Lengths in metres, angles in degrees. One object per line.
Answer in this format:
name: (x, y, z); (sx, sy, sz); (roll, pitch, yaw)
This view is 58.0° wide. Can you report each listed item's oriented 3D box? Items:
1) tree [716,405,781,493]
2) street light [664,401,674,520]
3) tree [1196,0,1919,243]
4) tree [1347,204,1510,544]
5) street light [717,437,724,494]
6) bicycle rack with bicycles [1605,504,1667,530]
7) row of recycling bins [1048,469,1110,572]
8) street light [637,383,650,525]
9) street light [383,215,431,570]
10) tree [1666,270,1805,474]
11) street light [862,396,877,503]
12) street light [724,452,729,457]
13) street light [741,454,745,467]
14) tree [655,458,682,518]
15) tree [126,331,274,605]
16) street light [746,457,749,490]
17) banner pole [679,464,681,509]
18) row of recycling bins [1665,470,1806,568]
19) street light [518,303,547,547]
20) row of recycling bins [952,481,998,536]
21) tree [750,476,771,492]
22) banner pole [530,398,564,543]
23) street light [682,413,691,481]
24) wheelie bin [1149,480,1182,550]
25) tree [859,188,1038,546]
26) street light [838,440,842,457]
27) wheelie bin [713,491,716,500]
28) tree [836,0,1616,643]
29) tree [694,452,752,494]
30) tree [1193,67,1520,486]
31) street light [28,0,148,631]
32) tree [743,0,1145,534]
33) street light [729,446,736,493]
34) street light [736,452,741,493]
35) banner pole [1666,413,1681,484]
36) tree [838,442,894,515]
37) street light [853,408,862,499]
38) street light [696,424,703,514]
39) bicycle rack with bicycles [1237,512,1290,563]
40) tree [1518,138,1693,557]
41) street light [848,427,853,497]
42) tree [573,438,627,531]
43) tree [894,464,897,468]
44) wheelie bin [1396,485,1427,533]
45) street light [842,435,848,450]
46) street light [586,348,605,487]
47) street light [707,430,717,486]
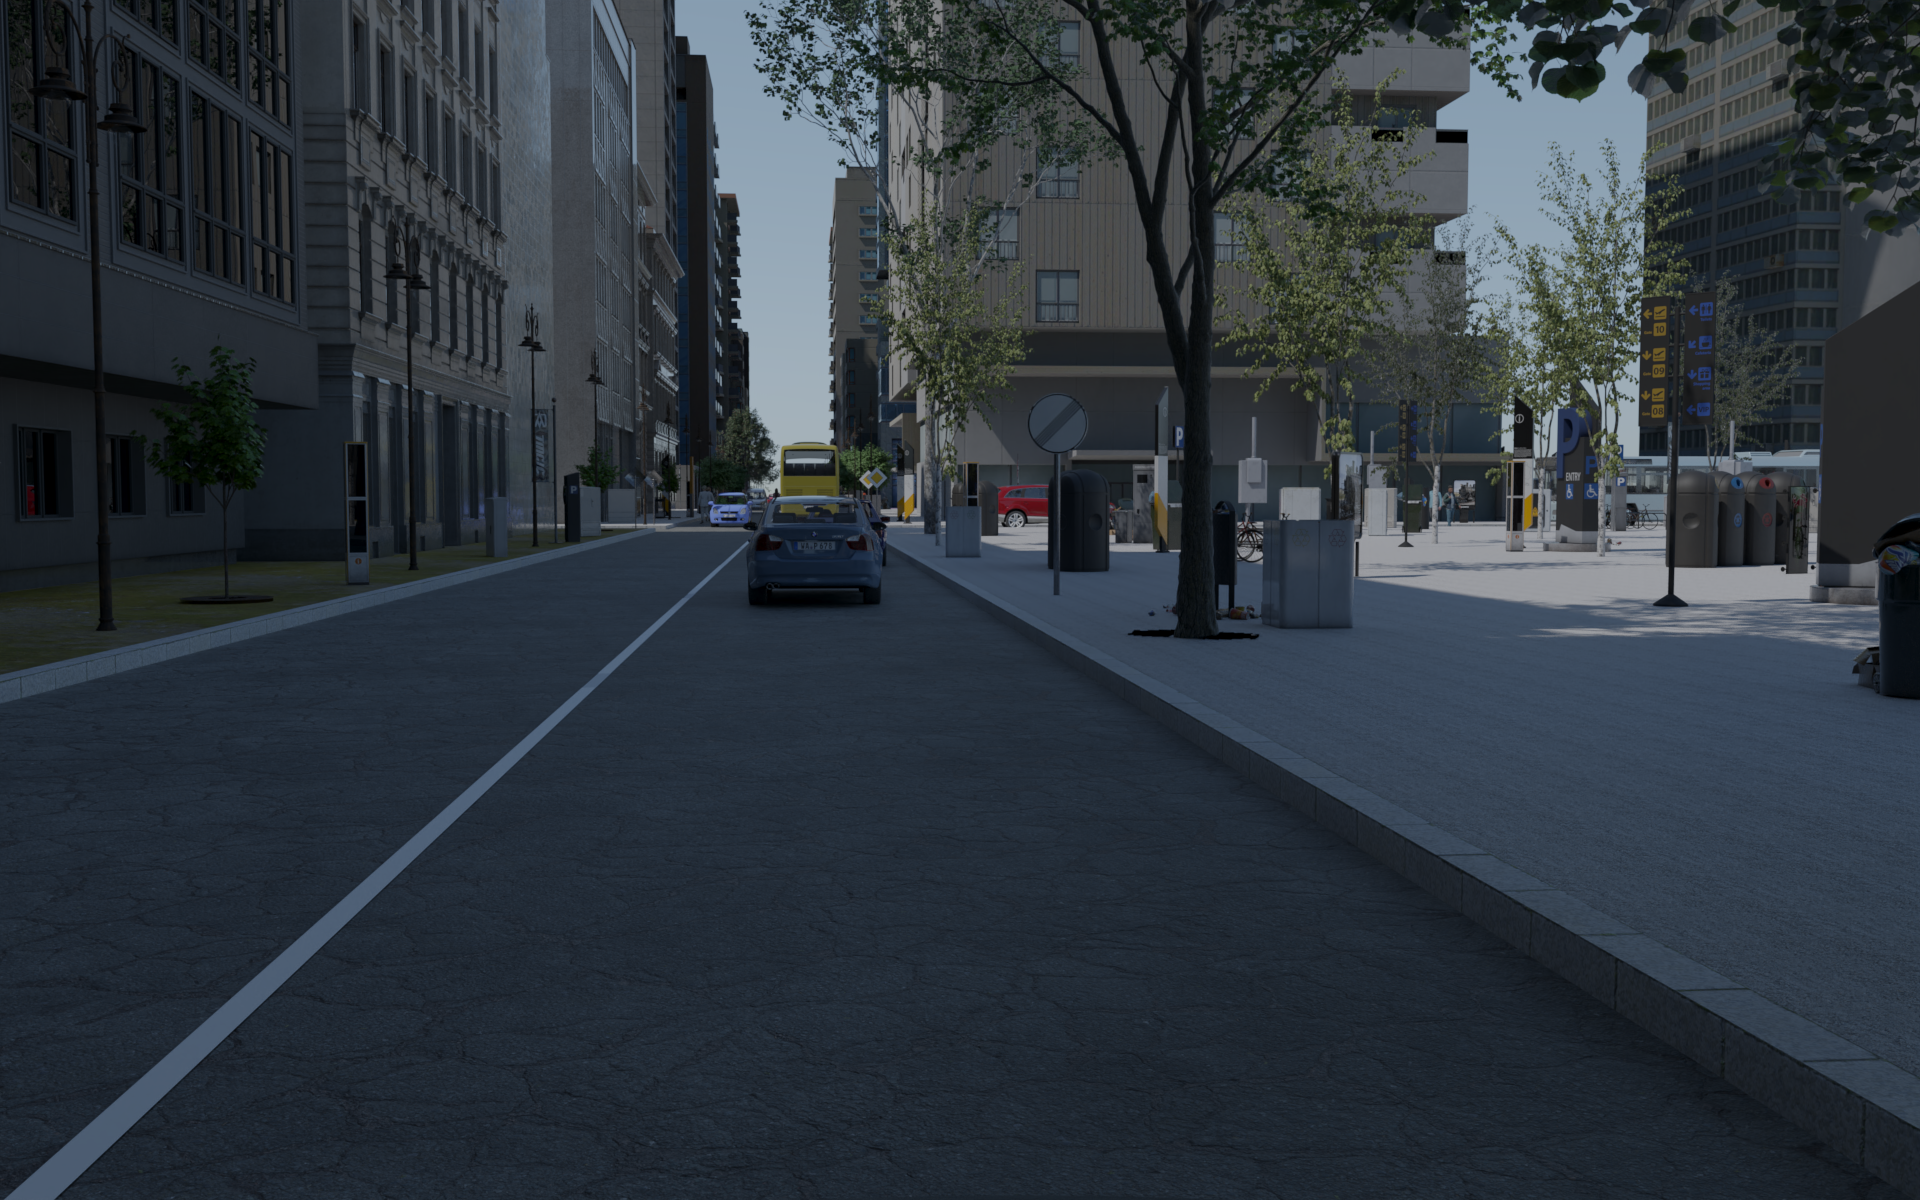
tree: (-27.453, -18.686, 222.530); (9.611, 12.733, 9.660); (0, 3, 0)
street light: (-14.473, -6.932, 86.121); (0.468, 5.910, 1.993); (0, 4, -5)
tree: (3.559, -5.961, 4.126); (9.857, 13.997, 8.962); (0, 3, 0)
tree: (12.245, -5.772, 44.733); (4.360, 8.622, 3.978); (0, 3, 0)
street light: (-19.323, -10.127, 138.371); (0.468, 5.910, 1.993); (0, 4, -5)
bicycle rack with bicycles: (24.165, -3.035, 63.008); (2.925, 0.926, 2.852); (-1, 4, -9)
row of recycling bins: (2.000, -1.407, 30.112); (1.069, 1.692, 3.534); (0, 4, 0)
street light: (-13.173, -6.085, 72.285); (0.468, 5.910, 1.993); (0, 4, -5)
street light: (-9.223, -3.441, 29.048); (0.468, 5.910, 1.993); (0, 4, -5)
tree: (24.839, -6.495, 56.553); (4.360, 8.622, 3.978); (0, 3, 0)
street light: (-4.098, -6.547, 79.836); (0.468, 5.910, 1.993); (0, 4, -5)
street light: (-20.300, -10.749, 148.535); (0.468, 5.910, 1.993); (0, 4, -5)
street light: (-23.863, -13.155, 187.873); (0.468, 5.910, 1.993); (0, 4, -5)
tree: (-15.404, -5.981, 92.391); (1.663, 3.219, 1.824); (0, 3, 0)
tree: (-8.712, -1.593, 20.651); (1.663, 3.219, 1.824); (0, 3, 0)
street light: (-25.097, -13.946, 200.800); (0.468, 5.910, 1.993); (0, 4, -5)
banner pole: (-23.602, -9.538, 145.957); (0.401, 3.779, 0.863); (-1, 4, -19)
row of recycling bins: (13.898, -1.466, 31.085); (3.534, 1.692, 1.069); (-2, 4, -34)
street light: (-10.358, -4.238, 42.077); (0.468, 5.910, 1.993); (0, 4, -5)
row of recycling bins: (0.417, -2.889, 54.352); (1.069, 1.692, 3.534); (-1, 4, -12)
tree: (-34.803, -21.709, 305.298); (4.360, 8.622, 3.978); (0, 3, 0)
banner pole: (-10.722, -3.357, 44.898); (0.863, 3.779, 0.401); (-2, 4, -31)
street light: (-15.618, -7.723, 99.055); (0.468, 5.910, 1.993); (0, 4, -5)
wheelie bin: (4.761, -1.956, 39.882); (0.980, 1.594, 0.693); (-2, 4, -34)
tree: (-0.294, -5.650, 42.734); (4.737, 8.622, 4.395); (0, 3, 0)
street light: (-8.867, -9.767, 132.484); (0.468, 5.910, 1.993); (0, 4, -5)
wheelie bin: (-18.452, -7.359, 128.229); (0.693, 1.594, 0.980); (2, 4, 25)
tree: (1.944, -5.468, 15.150); (9.928, 11.665, 9.643); (0, 3, 0)
tree: (-19.038, -9.196, 134.073); (4.285, 4.588, 4.351); (0, 3, 0)
tree: (6.151, -4.820, 29.178); (4.737, 8.622, 4.395); (0, 3, 0)
street light: (-8.030, -2.650, 16.118); (0.468, 5.910, 1.993); (0, 4, -5)
tree: (0.507, -12.168, 54.838); (12.611, 20.169, 13.585); (0, 3, 0)
street light: (-21.501, -11.573, 162.011); (0.468, 5.910, 1.993); (0, 4, -5)
street light: (-22.686, -12.364, 174.942); (0.468, 5.910, 1.993); (0, 4, -5)
banner pole: (21.847, -3.855, 53.051); (0.863, 3.779, 0.401); (-3, 5, -40)
tree: (-7.008, -7.943, 113.587); (4.285, 4.588, 4.351); (0, 3, 0)
street light: (-5.317, -7.338, 92.763); (0.468, 5.910, 1.993); (0, 4, -5)
street light: (-16.848, -8.513, 111.982); (0.468, 5.910, 1.993); (0, 4, -5)
bicycle rack with bicycles: (5.859, -1.209, 33.154); (2.925, 0.926, 2.852); (1, 4, 15)
tree: (12.890, -5.187, 35.167); (4.737, 8.622, 4.395); (0, 3, 0)
street light: (-6.407, -8.129, 105.703); (0.468, 5.910, 1.993); (0, 4, -5)
tree: (-12.636, -3.995, 59.923); (1.663, 3.219, 1.824); (0, 3, 0)
tree: (-7.739, -8.912, 129.419); (4.285, 4.588, 4.351); (0, 3, 0)
wheelie bin: (14.966, -3.028, 57.419); (0.980, 1.594, 0.693); (1, 4, 15)
street light: (-7.668, -8.954, 119.183); (0.468, 5.910, 1.993); (0, 4, -5)
street light: (-11.559, -5.029, 55.006); (0.468, 5.910, 1.993); (0, 4, -5)
street light: (-18.042, -9.329, 125.310); (0.468, 5.910, 1.993); (0, 4, -5)
